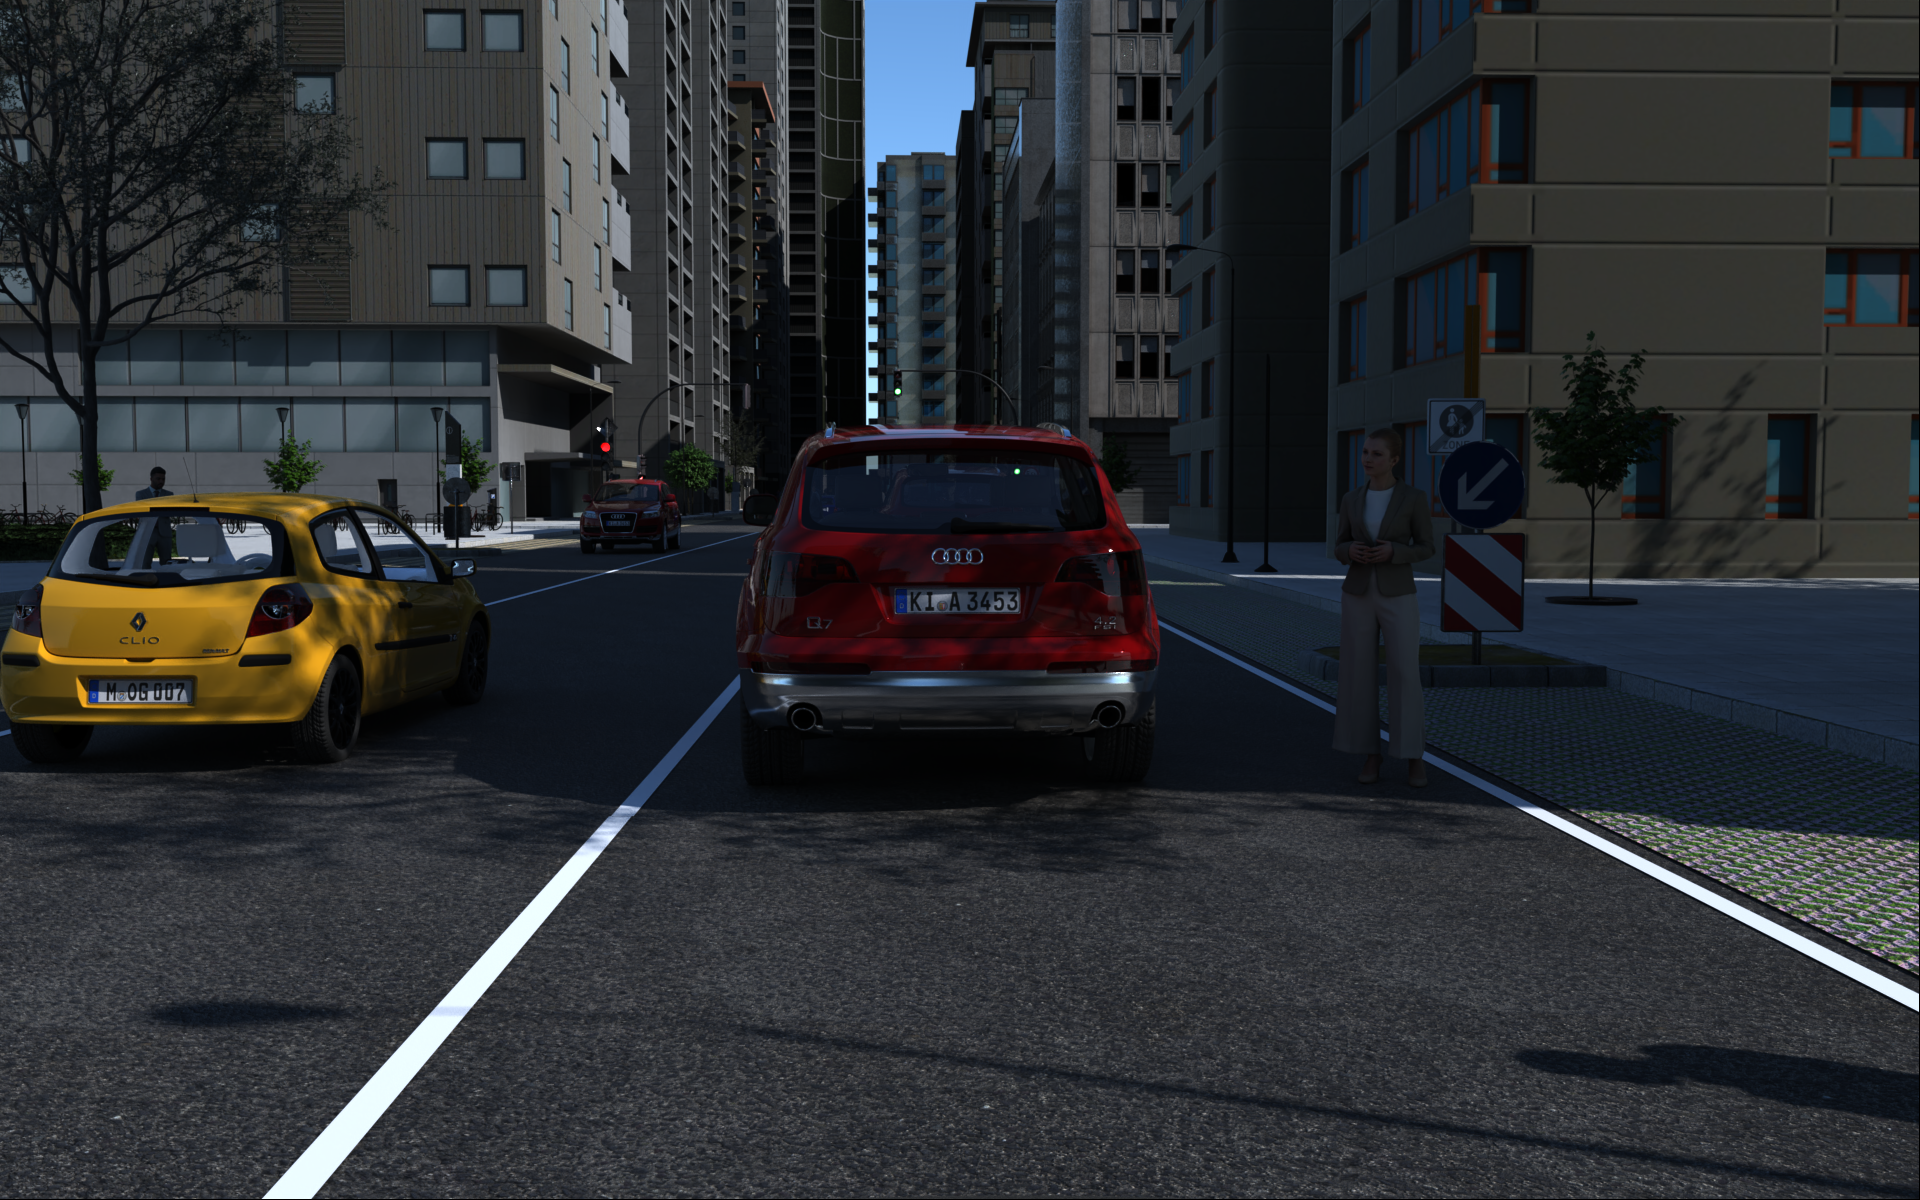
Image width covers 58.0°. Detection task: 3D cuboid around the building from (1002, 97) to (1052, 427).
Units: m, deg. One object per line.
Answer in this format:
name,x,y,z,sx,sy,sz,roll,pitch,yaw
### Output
building,9.333,-18.088,113.757,12.078,24.808,19.932,0,4,-2

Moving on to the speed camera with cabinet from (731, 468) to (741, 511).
speed camera with cabinet,-16.727,-8.253,129.269,0.660,3.252,2.038,0,4,-4

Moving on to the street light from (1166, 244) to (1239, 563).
street light,4.531,-3.657,32.333,1.470,5.913,1.316,0,4,-2

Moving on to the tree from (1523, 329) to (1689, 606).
tree,7.411,-1.581,20.459,1.663,3.219,1.824,0,3,0

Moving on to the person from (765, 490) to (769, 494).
person,-22.220,-11.737,198.667,1.217,1.743,0.721,-3,4,-38

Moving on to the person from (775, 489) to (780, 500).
person,-18.458,-10.321,175.242,0.683,1.767,0.568,-1,4,-16

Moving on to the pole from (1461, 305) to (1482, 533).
pole,5.548,-1.527,18.810,0.158,3.312,0.155,0,3,0

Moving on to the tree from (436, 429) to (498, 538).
tree,-14.729,-3.483,51.544,1.663,3.219,1.824,0,3,0

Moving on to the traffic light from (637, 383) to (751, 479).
traffic light,-10.995,-5.898,71.096,4.771,5.953,1.251,0,4,-2

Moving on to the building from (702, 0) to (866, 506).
building,-23.488,-48.997,239.344,20.611,71.187,20.563,0,4,-2

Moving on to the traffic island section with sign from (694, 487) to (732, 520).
traffic island section with sign,-13.627,-5.328,95.747,1.989,1.847,2.006,0,4,-2

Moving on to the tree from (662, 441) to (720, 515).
tree,-17.509,-7.818,111.530,4.285,4.588,4.351,0,3,0

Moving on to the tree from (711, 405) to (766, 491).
tree,-18.372,-11.797,143.246,4.360,8.622,3.978,0,3,0

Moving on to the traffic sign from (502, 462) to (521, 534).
traffic sign,-14.353,-3.260,55.430,0.606,2.300,0.079,0,4,6

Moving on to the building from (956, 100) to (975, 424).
building,10.464,-35.839,209.677,21.300,48.544,21.600,0,4,-2

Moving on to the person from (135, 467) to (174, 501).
person,-10.803,-0.896,23.325,0.466,1.800,0.511,3,4,39

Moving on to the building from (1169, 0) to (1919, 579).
building,20.947,-11.948,40.390,27.650,21.520,28.899,0,4,-2

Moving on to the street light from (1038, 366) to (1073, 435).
street light,3.526,-5.539,63.100,1.470,5.913,1.316,0,4,-2

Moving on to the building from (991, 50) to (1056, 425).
building,9.862,-29.366,163.730,14.154,41.232,14.086,0,4,-2

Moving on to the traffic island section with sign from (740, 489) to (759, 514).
traffic island section with sign,-14.551,-6.980,122.746,1.989,1.847,2.006,0,4,-2

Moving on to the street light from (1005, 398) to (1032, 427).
street light,2.878,-6.786,83.488,1.470,5.913,1.316,0,4,-2

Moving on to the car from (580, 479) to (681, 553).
car,-8.217,-2.130,43.494,2.281,1.827,5.304,0,4,-3

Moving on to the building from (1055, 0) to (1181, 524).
building,14.723,-15.899,77.964,19.932,24.808,12.078,0,4,-2

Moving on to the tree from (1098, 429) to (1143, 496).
tree,4.677,-3.490,51.668,1.663,3.219,1.824,0,3,0

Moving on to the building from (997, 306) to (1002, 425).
building,11.278,-16.565,138.288,16.820,18.784,16.811,0,4,-2

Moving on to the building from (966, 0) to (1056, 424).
building,15.479,-36.420,184.699,28.713,52.752,27.495,0,4,-2

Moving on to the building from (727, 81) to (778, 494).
building,-30.753,-32.181,180.776,22.147,44.769,28.867,0,4,-2

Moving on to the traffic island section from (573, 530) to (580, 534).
traffic island section,-12.853,-2.499,63.144,2.009,0.180,2.903,0,4,-2

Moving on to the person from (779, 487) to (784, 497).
person,-9.609,-5.222,94.063,0.419,1.800,0.721,0,4,6

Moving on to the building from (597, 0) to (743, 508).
building,-31.470,-47.143,209.033,20.611,71.187,20.563,0,4,-2

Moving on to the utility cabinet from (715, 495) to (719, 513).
utility cabinet,-16.289,-6.348,114.959,0.306,1.237,1.020,-2,4,-24

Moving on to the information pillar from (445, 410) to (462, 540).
information pillar,-14.158,-3.490,48.420,0.504,3.616,0.183,1,4,21

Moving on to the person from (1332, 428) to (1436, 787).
person,2.069,0.029,8.579,0.519,1.759,0.362,2,4,32

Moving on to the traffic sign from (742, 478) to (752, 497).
traffic sign,-17.110,-8.506,139.171,0.768,2.556,0.104,0,4,-1

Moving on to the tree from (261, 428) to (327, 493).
tree,-19.800,-3.454,51.078,1.663,3.219,1.824,0,3,0

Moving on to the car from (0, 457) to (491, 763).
car,-4.138,-0.027,10.658,2.015,1.641,3.980,0,3,0

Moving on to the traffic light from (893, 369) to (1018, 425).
traffic light,-0.048,-5.422,63.315,4.771,5.953,1.251,0,4,-2

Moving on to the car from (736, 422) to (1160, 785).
car,-0.162,-0.088,10.106,2.281,1.827,5.304,0,4,-3

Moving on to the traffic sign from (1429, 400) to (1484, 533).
traffic sign,5.302,-1.006,18.583,0.606,2.300,0.079,0,4,4

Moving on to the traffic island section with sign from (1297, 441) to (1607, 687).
traffic island section with sign,3.763,-0.311,13.708,1.989,1.847,2.006,0,4,-2

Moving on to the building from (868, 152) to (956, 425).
building,2.496,-38.082,242.240,30.456,49.044,23.786,0,4,-2

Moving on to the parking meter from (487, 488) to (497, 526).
parking meter,-18.957,-3.777,70.168,0.372,1.533,0.369,0,3,0

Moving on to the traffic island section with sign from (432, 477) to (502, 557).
traffic island section with sign,-11.752,-1.929,40.165,1.989,1.847,2.006,0,4,-2

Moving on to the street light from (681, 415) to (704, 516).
street light,-15.679,-7.897,101.650,1.470,5.913,1.316,0,4,-2

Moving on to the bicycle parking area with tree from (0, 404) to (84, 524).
bicycle parking area with tree,-30.026,-4.327,57.747,9.016,4.147,8.231,0,4,6

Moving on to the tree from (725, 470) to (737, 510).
tree,-18.788,-8.892,139.984,1.663,3.219,1.824,0,3,0

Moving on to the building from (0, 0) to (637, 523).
building,-31.663,-30.393,86.163,28.713,52.752,27.495,0,4,-2

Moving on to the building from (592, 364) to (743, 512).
building,-29.240,-43.819,154.685,20.563,71.187,20.611,0,4,-2

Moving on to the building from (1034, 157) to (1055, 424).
building,9.564,-14.994,94.302,9.793,20.994,18.267,0,4,-2

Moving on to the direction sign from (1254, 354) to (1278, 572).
direction sign,5.044,-2.229,28.445,0.379,3.537,0.876,1,4,11

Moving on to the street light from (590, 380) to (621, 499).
street light,-14.519,-6.012,70.833,1.470,5.913,1.316,0,4,-2

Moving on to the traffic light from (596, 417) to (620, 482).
traffic light,-12.813,-4.531,63.010,0.839,4.253,0.868,0,4,-2

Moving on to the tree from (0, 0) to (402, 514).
tree,-14.627,-7.232,28.613,12.009,13.543,11.850,0,3,0

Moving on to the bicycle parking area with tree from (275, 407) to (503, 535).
bicycle parking area with tree,-19.849,-4.321,57.648,8.231,4.147,9.016,1,4,16

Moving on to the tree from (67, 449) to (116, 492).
tree,-35.562,-4.698,71.408,1.663,3.219,1.824,0,3,0

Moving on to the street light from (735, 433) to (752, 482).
street light,-16.604,-9.779,132.419,1.470,5.913,1.316,0,4,-2
